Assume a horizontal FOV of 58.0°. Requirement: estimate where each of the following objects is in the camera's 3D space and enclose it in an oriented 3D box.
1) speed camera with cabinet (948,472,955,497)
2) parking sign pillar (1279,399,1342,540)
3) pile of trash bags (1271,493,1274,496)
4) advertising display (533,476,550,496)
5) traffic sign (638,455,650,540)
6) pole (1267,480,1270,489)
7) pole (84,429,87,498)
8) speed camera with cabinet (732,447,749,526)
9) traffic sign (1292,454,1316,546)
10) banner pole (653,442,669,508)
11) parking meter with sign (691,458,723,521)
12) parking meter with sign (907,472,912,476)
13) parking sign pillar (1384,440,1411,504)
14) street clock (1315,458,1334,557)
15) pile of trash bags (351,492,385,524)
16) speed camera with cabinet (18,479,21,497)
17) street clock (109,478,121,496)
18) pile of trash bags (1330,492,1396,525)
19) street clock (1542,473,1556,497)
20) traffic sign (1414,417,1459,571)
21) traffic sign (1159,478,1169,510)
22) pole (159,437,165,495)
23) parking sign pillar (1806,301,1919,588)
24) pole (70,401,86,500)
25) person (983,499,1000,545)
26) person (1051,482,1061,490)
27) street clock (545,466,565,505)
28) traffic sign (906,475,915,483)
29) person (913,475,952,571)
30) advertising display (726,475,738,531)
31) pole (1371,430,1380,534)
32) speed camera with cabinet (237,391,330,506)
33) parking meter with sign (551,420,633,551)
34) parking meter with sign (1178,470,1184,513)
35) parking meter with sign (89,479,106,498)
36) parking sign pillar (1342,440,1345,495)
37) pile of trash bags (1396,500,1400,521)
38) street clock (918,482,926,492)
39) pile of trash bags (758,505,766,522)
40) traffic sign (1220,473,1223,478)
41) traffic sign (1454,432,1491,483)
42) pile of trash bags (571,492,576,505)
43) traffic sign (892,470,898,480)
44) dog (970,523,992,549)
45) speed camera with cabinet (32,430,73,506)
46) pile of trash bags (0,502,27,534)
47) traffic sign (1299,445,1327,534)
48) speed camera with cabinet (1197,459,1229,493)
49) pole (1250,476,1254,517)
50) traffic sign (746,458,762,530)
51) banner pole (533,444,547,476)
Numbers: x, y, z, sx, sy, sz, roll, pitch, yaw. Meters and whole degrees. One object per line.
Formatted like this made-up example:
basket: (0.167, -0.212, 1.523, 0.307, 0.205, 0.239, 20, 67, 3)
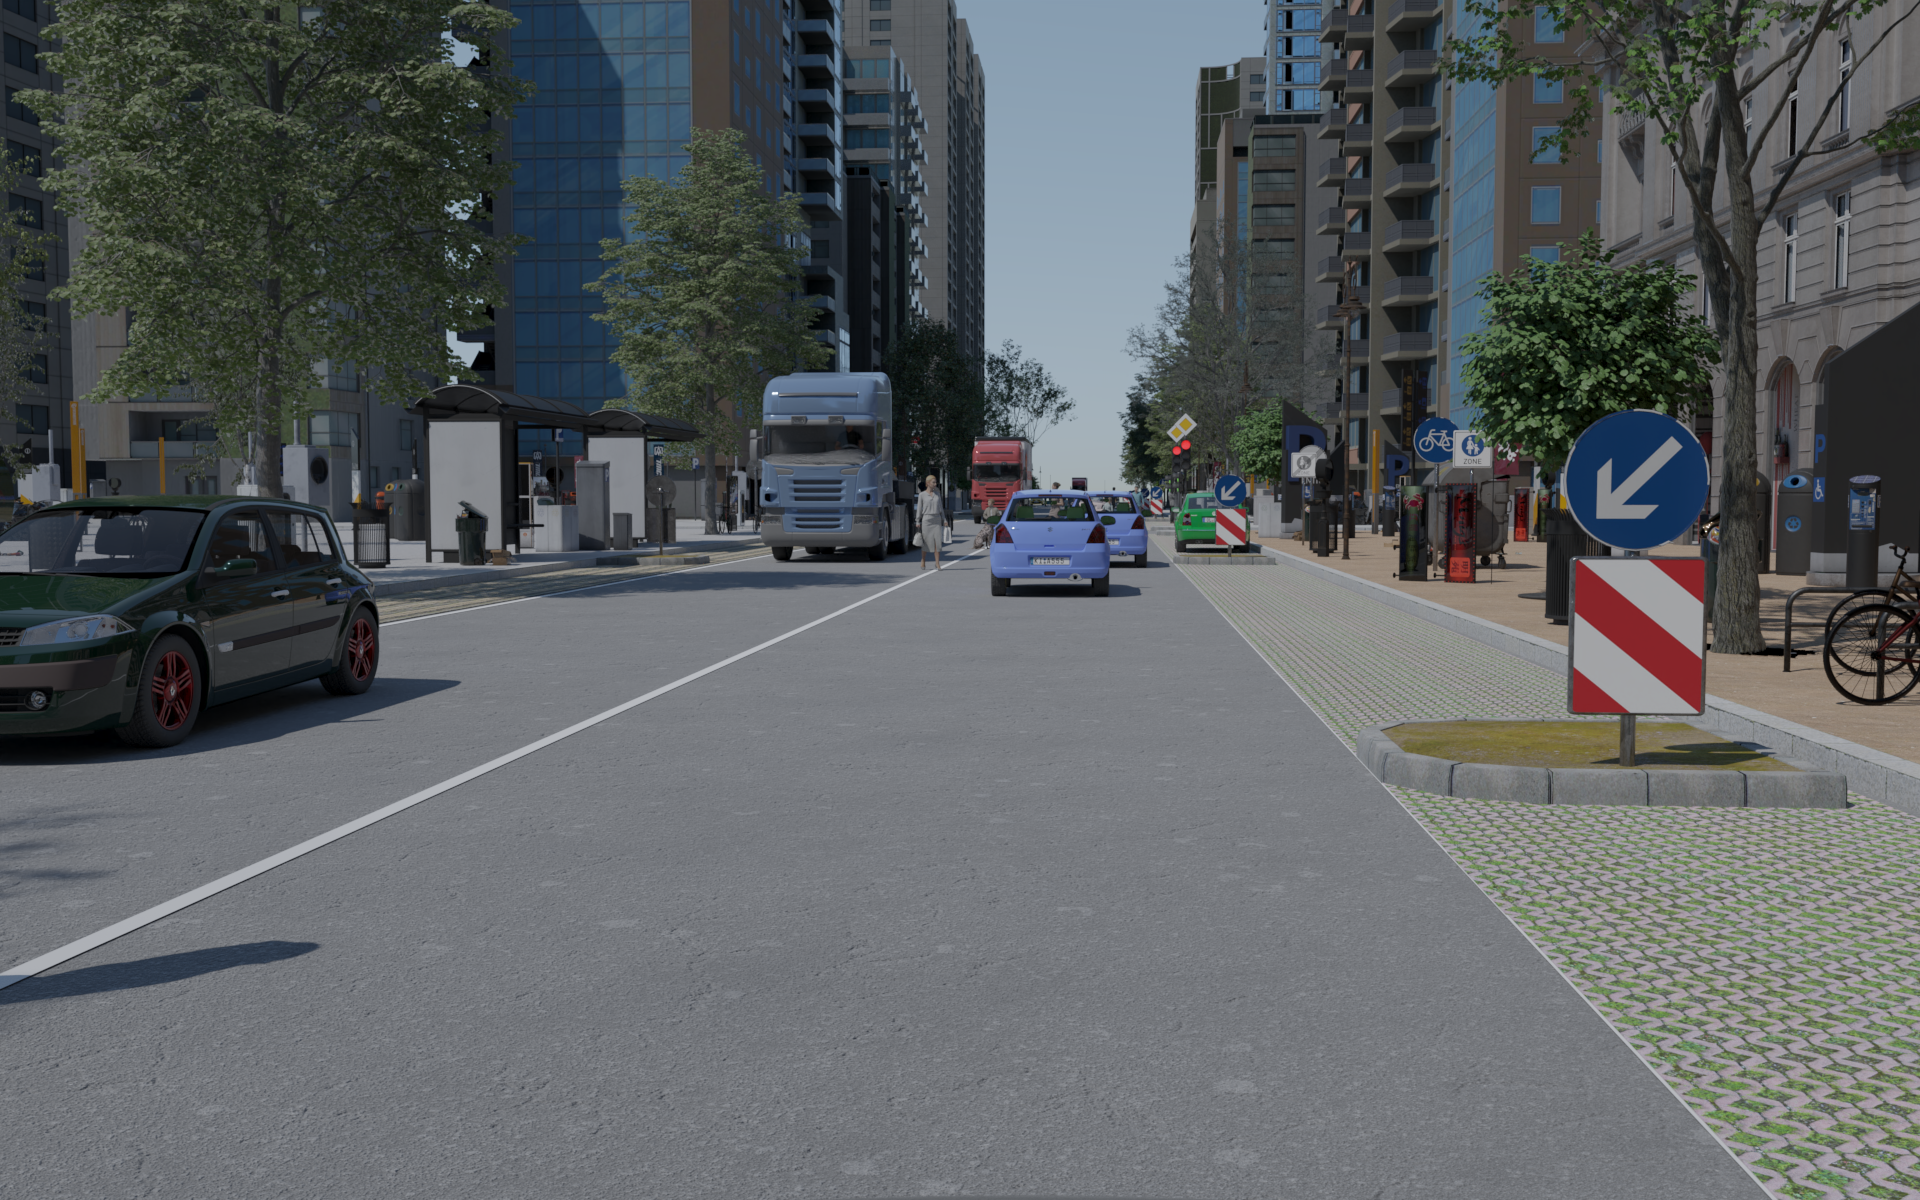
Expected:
speed camera with cabinet: (-1.381, -8.577, 134.572, 2.038, 3.252, 0.660, -2, 4, -28)
parking sign pillar: (9.839, -3.719, 49.285, 1.447, 3.967, 1.447, 0, 4, -6)
pile of trash bags: (17.378, -5.046, 92.250, 3.447, 1.369, 1.912, -3, 5, -40)
advertising display: (-14.968, -3.441, 61.471, 0.123, 1.923, 0.974, 3, 4, 38)
traffic sign: (-8.993, -2.943, 48.219, 0.768, 2.556, 0.104, 0, 4, 7)
pole: (21.432, -7.743, 120.441, 0.158, 3.312, 0.155, 0, 3, 0)
pole: (-27.303, -3.673, 53.903, 0.158, 3.312, 0.155, 0, 3, 0)
speed camera with cabinet: (-8.894, -4.596, 69.484, 0.660, 3.252, 2.038, 0, 4, 3)
traffic sign: (8.551, -2.506, 43.096, 0.606, 2.300, 0.079, 1, 4, 14)
banner pole: (-13.124, -5.286, 76.442, 0.863, 3.779, 0.401, 0, 4, 2)
parking meter with sign: (-11.983, -5.282, 82.614, 1.738, 3.016, 0.543, 2, 4, 31)
parking meter with sign: (-3.987, -8.533, 135.769, 0.543, 3.016, 1.738, -1, 4, -11)
parking sign pillar: (21.692, -5.955, 85.841, 1.447, 3.967, 1.447, -1, 4, -10)
street clock: (7.418, -1.879, 35.296, 0.358, 2.002, 0.471, 2, 4, 34)
pile of trash bags: (-24.823, -3.921, 73.865, 1.912, 1.369, 3.447, -2, 4, -25)
speed camera with cabinet: (-43.258, -5.325, 81.402, 0.660, 3.252, 2.038, 1, 4, 16)
street clock: (-37.108, -4.375, 76.098, 0.471, 2.002, 0.358, 1, 4, 9)
pile of trash bags: (15.956, -3.797, 71.840, 3.447, 1.369, 1.912, -2, 4, -24)
street clock: (17.347, -2.845, 51.079, 0.358, 2.002, 0.471, 0, 4, -7)
traffic sign: (7.903, -1.750, 28.725, 0.768, 2.556, 0.104, 1, 4, 11)
traffic sign: (16.382, -8.497, 139.034, 0.768, 2.556, 0.104, 1, 4, 12)
pole: (-28.742, -4.195, 62.438, 0.158, 3.312, 0.155, 0, 3, 0)
parking sign pillar: (12.683, -2.186, 24.206, 1.447, 3.967, 1.447, 0, 4, 3)
pole: (-19.521, -2.717, 38.268, 0.158, 3.312, 0.155, 0, 3, 0)
person: (0.896, -2.199, 48.725, 0.475, 1.303, 0.640, 0, 4, -7)
person: (2.703, -2.528, 50.172, 0.374, 1.781, 0.599, -3, 4, -36)
street clock: (-10.537, -2.479, 45.109, 0.471, 2.002, 0.358, -1, 4, -10)
traffic sign: (-3.427, -7.095, 116.105, 0.768, 2.556, 0.104, 1, 4, 14)
person: (-0.526, -1.451, 32.582, 0.694, 1.780, 0.624, -1, 4, -9)
advertising display: (-7.892, -3.357, 60.102, 0.123, 1.923, 0.974, 1, 4, 10)
pole: (13.198, -3.740, 54.987, 0.158, 3.312, 0.155, 0, 3, 0)
speed camera with cabinet: (-12.525, -2.310, 32.107, 0.660, 3.252, 2.038, 1, 4, 14)
parking meter with sign: (-8.346, -2.639, 39.403, 1.738, 3.016, 0.543, 0, 4, 7)
parking meter with sign: (13.812, -6.918, 109.373, 0.543, 3.016, 1.738, 0, 4, 2)
parking meter with sign: (-44.954, -5.756, 90.363, 1.738, 3.016, 0.543, -3, 5, -44)
parking sign pillar: (18.406, -5.929, 85.410, 1.447, 3.967, 1.447, -3, 5, -41)
pile of trash bags: (20.227, -4.446, 82.437, 3.447, 1.369, 1.912, 0, 4, 6)
street clock: (-2.207, -5.911, 101.222, 0.471, 2.002, 0.358, 1, 4, 18)
pile of trash bags: (-8.096, -4.223, 78.799, 1.912, 1.369, 3.447, -1, 4, -19)
traffic sign: (14.146, -5.826, 95.361, 0.768, 2.556, 0.104, 1, 4, 9)
traffic sign: (8.241, -1.577, 27.909, 0.606, 2.300, 0.079, 0, 4, 6)
pile of trash bags: (-19.594, -4.394, 81.587, 3.447, 1.369, 1.912, -1, 4, -19)
traffic sign: (-3.644, -5.713, 93.409, 0.884, 2.594, 0.081, 1, 4, 10)
dog: (0.506, -1.730, 45.128, 0.800, 0.831, 0.513, 1, 4, 19)
speed camera with cabinet: (-28.182, -3.651, 54.035, 0.660, 3.252, 2.038, 0, 4, -3)
pile of trash bags: (-26.234, -2.308, 47.484, 1.912, 1.369, 3.447, 3, 5, 43)
traffic sign: (9.186, -2.763, 45.275, 0.768, 2.556, 0.104, 1, 4, 11)
speed camera with cabinet: (13.205, -5.787, 88.950, 2.038, 3.252, 0.660, -1, 4, -19)
pole: (16.456, -6.341, 97.514, 0.158, 3.312, 0.155, 0, 3, 0)
traffic sign: (-7.138, -3.700, 60.606, 0.768, 2.556, 0.104, 1, 4, 11)
banner pole: (-20.855, -5.885, 86.240, 0.863, 3.779, 0.401, -2, 4, -25)
